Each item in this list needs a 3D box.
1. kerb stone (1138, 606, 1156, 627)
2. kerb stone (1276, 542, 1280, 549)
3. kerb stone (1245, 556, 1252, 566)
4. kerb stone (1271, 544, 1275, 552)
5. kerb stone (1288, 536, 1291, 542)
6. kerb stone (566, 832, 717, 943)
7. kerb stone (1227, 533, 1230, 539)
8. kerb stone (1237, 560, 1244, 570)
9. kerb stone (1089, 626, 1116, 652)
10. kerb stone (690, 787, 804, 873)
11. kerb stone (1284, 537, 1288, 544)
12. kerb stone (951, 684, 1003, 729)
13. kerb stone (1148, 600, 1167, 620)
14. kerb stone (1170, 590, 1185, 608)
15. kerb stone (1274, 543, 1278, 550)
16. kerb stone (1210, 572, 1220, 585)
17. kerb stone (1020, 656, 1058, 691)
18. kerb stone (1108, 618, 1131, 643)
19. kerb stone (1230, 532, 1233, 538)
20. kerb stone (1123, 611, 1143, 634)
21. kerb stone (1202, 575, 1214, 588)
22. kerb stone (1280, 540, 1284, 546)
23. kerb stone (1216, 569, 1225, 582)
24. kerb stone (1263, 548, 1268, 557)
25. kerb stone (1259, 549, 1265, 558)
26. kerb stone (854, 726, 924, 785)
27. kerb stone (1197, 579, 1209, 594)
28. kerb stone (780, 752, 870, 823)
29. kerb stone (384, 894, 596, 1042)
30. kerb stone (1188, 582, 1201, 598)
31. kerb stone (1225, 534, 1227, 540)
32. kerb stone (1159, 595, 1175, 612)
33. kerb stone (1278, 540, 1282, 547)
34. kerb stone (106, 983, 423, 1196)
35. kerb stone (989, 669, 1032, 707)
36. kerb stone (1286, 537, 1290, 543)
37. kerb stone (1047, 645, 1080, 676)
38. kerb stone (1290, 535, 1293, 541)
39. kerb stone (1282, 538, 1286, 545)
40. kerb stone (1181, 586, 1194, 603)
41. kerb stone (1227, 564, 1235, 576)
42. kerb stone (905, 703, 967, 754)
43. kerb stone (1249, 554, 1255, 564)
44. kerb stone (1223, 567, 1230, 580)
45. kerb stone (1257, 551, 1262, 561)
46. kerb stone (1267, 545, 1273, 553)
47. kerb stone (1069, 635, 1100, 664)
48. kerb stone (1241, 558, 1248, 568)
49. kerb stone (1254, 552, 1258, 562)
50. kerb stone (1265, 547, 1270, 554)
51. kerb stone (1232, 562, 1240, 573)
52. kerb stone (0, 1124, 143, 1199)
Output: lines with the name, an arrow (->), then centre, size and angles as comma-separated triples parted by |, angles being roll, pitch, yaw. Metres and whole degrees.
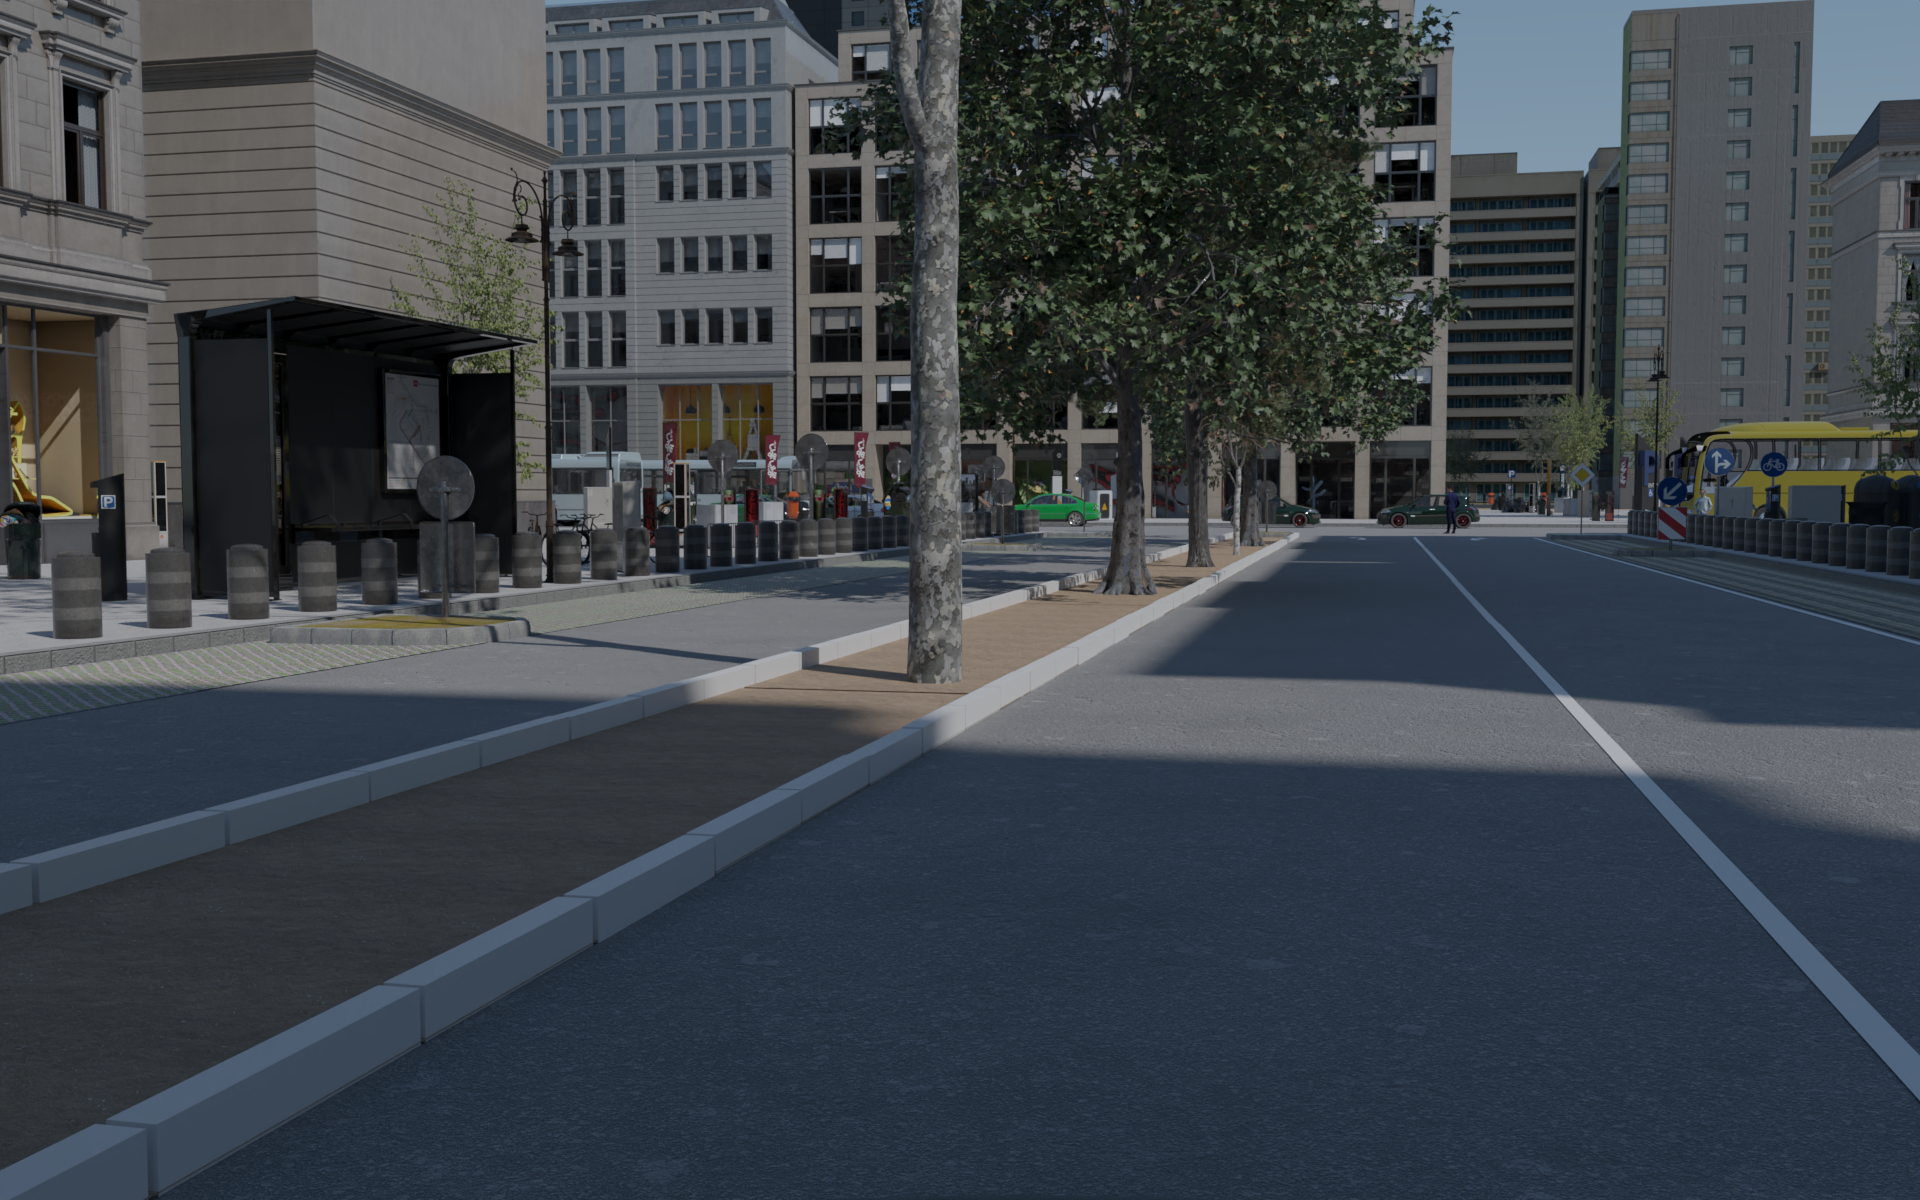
kerb stone -> 2.000, 0.197, 19.032 | 0.120, 0.150, 1.000 | 1, 4, 13
kerb stone -> 7.979, -1.335, 44.024 | 0.120, 0.150, 1.000 | 1, 4, 13
kerb stone -> 5.586, -0.725, 34.041 | 0.120, 0.150, 1.000 | 1, 4, 13
kerb stone -> 7.497, -1.213, 42.023 | 0.120, 0.150, 1.000 | 1, 4, 13
kerb stone -> 9.403, -1.701, 50.014 | 0.120, 0.150, 1.000 | 1, 4, 13
kerb stone -> -1.095, 0.989, 6.021 | 0.120, 0.150, 1.000 | 1, 4, 13
kerb stone -> 8.301, -1.966, 54.435 | 0.120, 0.150, 1.000 | 1, 4, 13
kerb stone -> 5.104, -0.602, 32.040 | 0.120, 0.150, 1.000 | 1, 4, 13
kerb stone -> 1.291, 0.377, 16.039 | 0.120, 0.150, 1.000 | 1, 4, 13
kerb stone -> -0.862, 0.928, 7.025 | 0.120, 0.150, 1.000 | 1, 4, 13
kerb stone -> 8.924, -1.579, 48.011 | 0.120, 0.150, 1.000 | 1, 4, 13
kerb stone -> 0.093, 0.683, 11.024 | 0.120, 0.150, 1.000 | 1, 4, 13
kerb stone -> 2.243, 0.136, 20.027 | 0.120, 0.150, 1.000 | 1, 4, 13
kerb stone -> 2.715, 0.014, 22.020 | 0.120, 0.150, 1.000 | 1, 4, 13
kerb stone -> 7.741, -1.270, 43.026 | 0.120, 0.150, 1.000 | 1, 4, 13
kerb stone -> 3.915, -0.294, 27.027 | 0.120, 0.150, 1.000 | 1, 4, 13
kerb stone -> 0.571, 0.562, 13.035 | 0.120, 0.150, 1.000 | 1, 4, 13
kerb stone -> 1.533, 0.316, 17.034 | 0.120, 0.150, 1.000 | 1, 4, 13
kerb stone -> 8.542, -2.031, 55.431 | 0.120, 0.150, 1.000 | 1, 4, 13
kerb stone -> 1.758, 0.255, 18.033 | 0.120, 0.150, 1.000 | 1, 4, 13
kerb stone -> 3.668, -0.233, 26.032 | 0.120, 0.150, 1.000 | 1, 4, 13
kerb stone -> 8.449, -1.452, 46.018 | 0.120, 0.150, 1.000 | 1, 4, 13
kerb stone -> 4.148, -0.356, 28.026 | 0.120, 0.150, 1.000 | 1, 4, 13
kerb stone -> 6.783, -1.030, 39.031 | 0.120, 0.150, 1.000 | 1, 4, 13
kerb stone -> 6.542, -0.969, 38.035 | 0.120, 0.150, 1.000 | 1, 4, 13
kerb stone -> -0.384, 0.810, 9.017 | 0.120, 0.150, 1.000 | 1, 4, 13
kerb stone -> 3.448, -0.172, 25.032 | 0.120, 0.150, 1.000 | 1, 4, 13
kerb stone -> -0.627, 0.867, 8.022 | 0.120, 0.150, 1.000 | 1, 4, 13
kerb stone -> -1.339, 1.051, 5.024 | 0.120, 0.150, 1.000 | 1, 4, 13
kerb stone -> 3.198, -0.110, 24.031 | 0.120, 0.150, 1.000 | 1, 4, 13
kerb stone -> 8.064, -1.911, 53.439 | 0.120, 0.150, 1.000 | 1, 4, 13
kerb stone -> 2.469, 0.073, 21.026 | 0.120, 0.150, 1.000 | 1, 4, 13
kerb stone -> 8.216, -1.396, 45.020 | 0.120, 0.150, 1.000 | 1, 4, 13
kerb stone -> -1.576, 1.111, 4.027 | 0.120, 0.150, 1.000 | 1, 4, 13
kerb stone -> 0.328, 0.622, 12.032 | 0.120, 0.150, 1.000 | 1, 4, 13
kerb stone -> 9.171, -1.636, 49.005 | 0.120, 0.150, 1.000 | 1, 4, 13
kerb stone -> 0.808, 0.505, 14.034 | 0.120, 0.150, 1.000 | 1, 4, 13
kerb stone -> 9.640, -1.762, 51.011 | 0.120, 0.150, 1.000 | 1, 4, 13
kerb stone -> 8.689, -1.516, 47.014 | 0.120, 0.150, 1.000 | 1, 4, 13
kerb stone -> 2.961, -0.047, 23.020 | 0.120, 0.150, 1.000 | 1, 4, 13
kerb stone -> 4.631, -0.478, 30.029 | 0.120, 0.150, 1.000 | 1, 4, 13
kerb stone -> -0.144, 0.745, 10.022 | 0.120, 0.150, 1.000 | 1, 4, 13
kerb stone -> 5.828, -0.785, 35.037 | 0.120, 0.150, 1.000 | 1, 4, 13
kerb stone -> 4.391, -0.418, 29.033 | 0.120, 0.150, 1.000 | 1, 4, 13
kerb stone -> 6.306, -0.902, 37.030 | 0.120, 0.150, 1.000 | 1, 4, 13
kerb stone -> 7.261, -1.152, 41.027 | 0.120, 0.150, 1.000 | 1, 4, 13
kerb stone -> 1.056, 0.438, 15.027 | 0.120, 0.150, 1.000 | 1, 4, 13
kerb stone -> 5.352, -0.662, 33.034 | 0.120, 0.150, 1.000 | 1, 4, 13
kerb stone -> 6.063, -0.846, 36.033 | 0.120, 0.150, 1.000 | 1, 4, 13
kerb stone -> 7.025, -1.087, 40.026 | 0.120, 0.150, 1.000 | 1, 4, 13
kerb stone -> 4.871, -0.541, 31.038 | 0.120, 0.150, 1.000 | 1, 4, 13
kerb stone -> -1.818, 1.172, 3.032 | 0.120, 0.150, 1.000 | 1, 4, 13
